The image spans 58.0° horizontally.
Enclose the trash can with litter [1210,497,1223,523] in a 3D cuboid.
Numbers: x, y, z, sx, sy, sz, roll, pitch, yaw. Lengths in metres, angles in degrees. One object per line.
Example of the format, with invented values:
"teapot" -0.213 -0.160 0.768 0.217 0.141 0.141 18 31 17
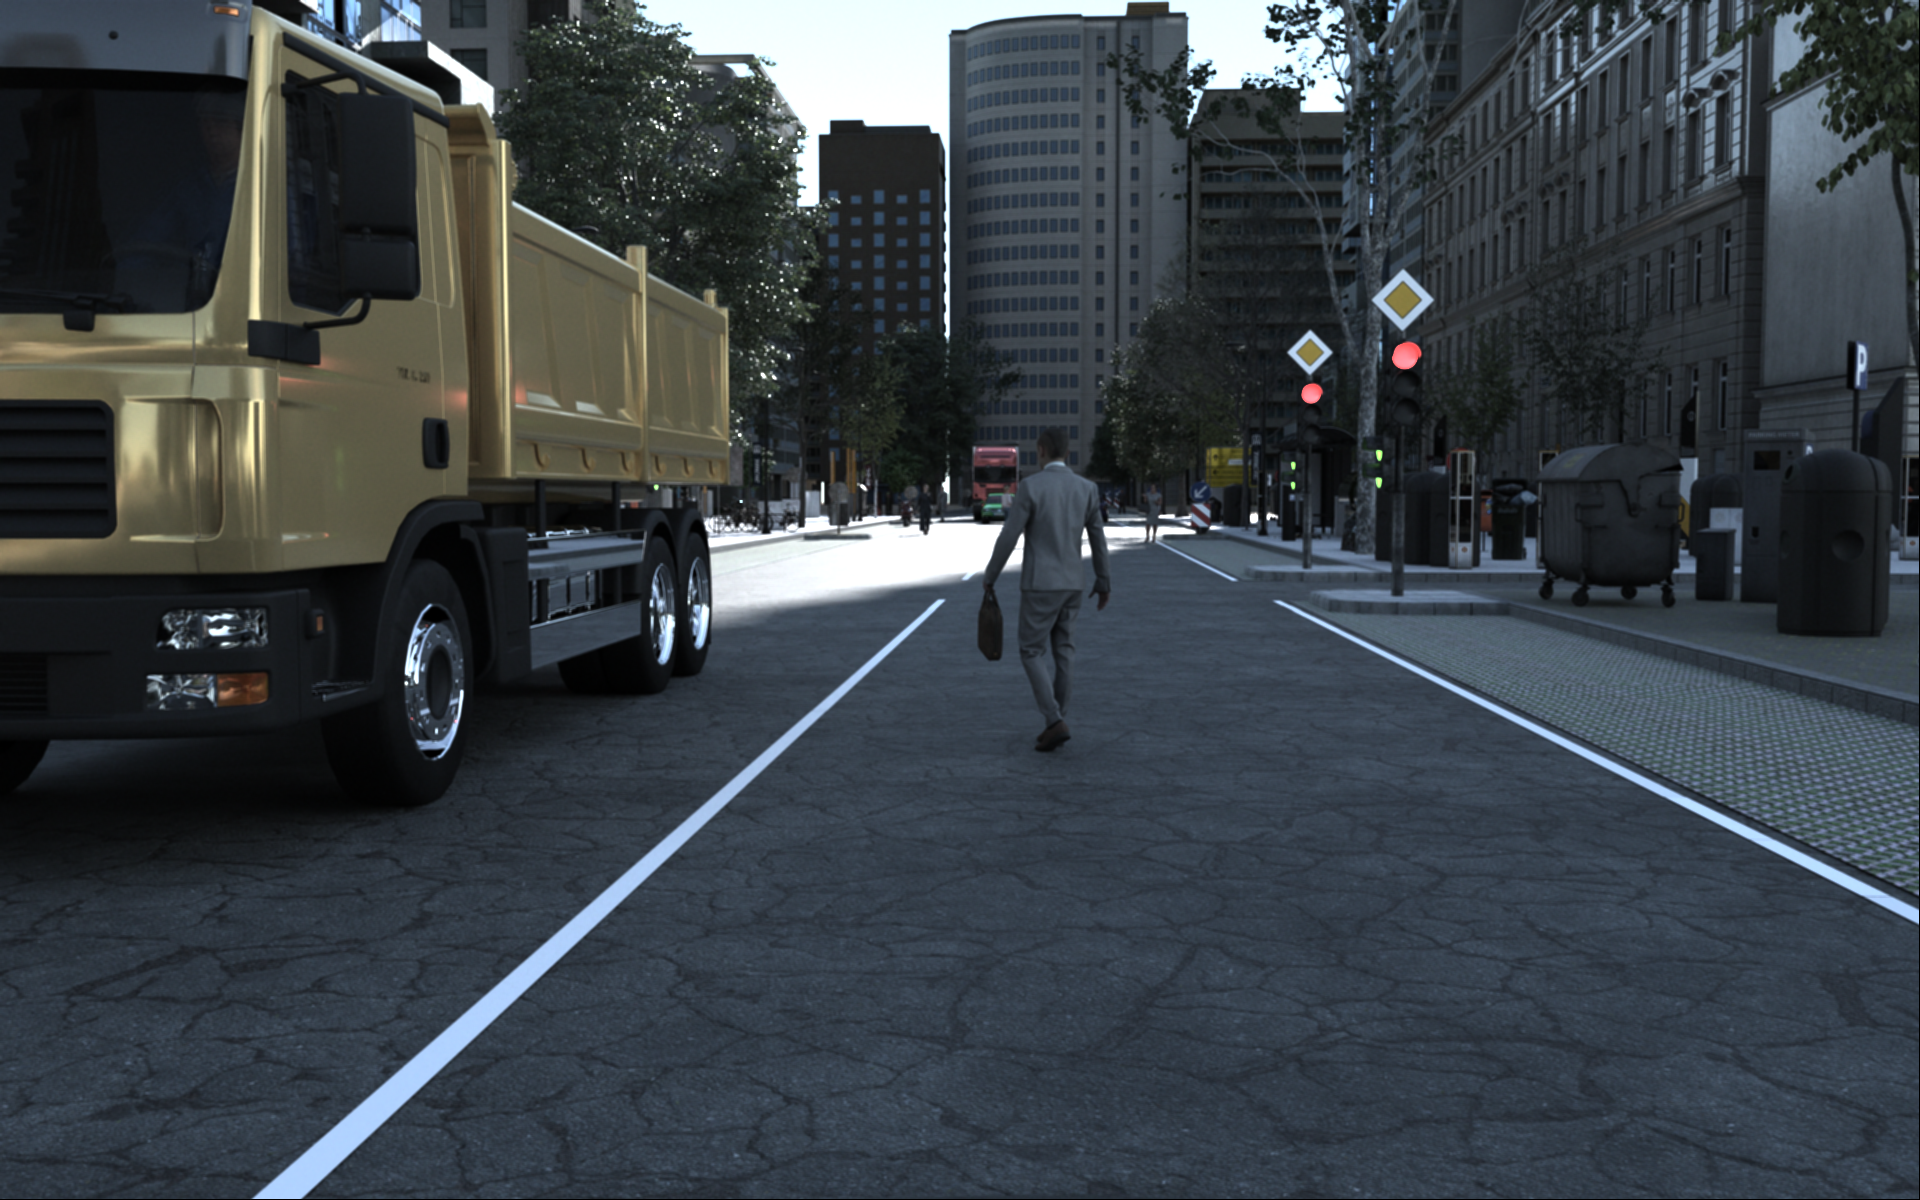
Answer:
"trash can with litter" 11.665 -4.038 77.413 1.055 1.170 0.624 2 4 23

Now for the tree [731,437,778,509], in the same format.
"tree" -12.190 -7.101 99.820 4.285 4.588 4.351 0 3 0

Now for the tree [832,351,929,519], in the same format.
"tree" -4.462 -8.515 89.589 4.737 8.622 4.395 0 3 0

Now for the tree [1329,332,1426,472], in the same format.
"tree" 18.422 -7.736 76.846 4.360 8.622 3.978 0 3 0

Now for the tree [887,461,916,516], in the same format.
"tree" -3.576 -6.498 100.842 1.663 3.219 1.824 0 3 0

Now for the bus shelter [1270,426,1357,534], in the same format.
"bus shelter" 11.091 -3.697 54.374 2.014 3.302 5.546 0 4 3

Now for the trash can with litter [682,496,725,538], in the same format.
"trash can with litter" -8.123 -2.414 50.529 2.233 1.210 1.678 2 4 28

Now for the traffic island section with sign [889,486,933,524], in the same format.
"traffic island section with sign" -2.284 -4.494 82.104 1.989 1.847 2.006 0 4 3

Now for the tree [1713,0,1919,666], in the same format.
"tree" 7.233 -3.796 12.427 4.737 8.622 4.395 0 3 0

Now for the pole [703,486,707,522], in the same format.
"pole" -11.924 -5.326 80.916 0.158 3.312 0.155 0 3 0

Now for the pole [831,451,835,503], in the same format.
"pole" -6.051 -5.420 82.460 0.158 3.312 0.155 0 3 0

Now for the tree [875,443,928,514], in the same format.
"tree" -3.750 -7.783 110.961 4.285 4.588 4.351 0 3 0

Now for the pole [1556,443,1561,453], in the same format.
"pole" 24.089 -4.647 69.823 0.158 3.312 0.155 0 3 0

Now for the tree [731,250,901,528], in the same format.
"tree" -5.693 -8.020 65.539 7.601 10.594 8.767 -2 4 -28

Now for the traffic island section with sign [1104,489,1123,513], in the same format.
"traffic island section with sign" 11.852 -7.514 131.483 1.989 1.847 2.006 0 4 3

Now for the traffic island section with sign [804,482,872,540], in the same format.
"traffic island section with sign" -3.844 -2.838 55.034 1.989 1.847 2.006 0 4 3

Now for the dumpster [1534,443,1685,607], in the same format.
"dumpster" 7.625 -0.893 20.365 1.264 1.857 1.865 0 4 3

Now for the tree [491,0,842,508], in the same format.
"tree" -7.872 -8.392 43.869 9.857 13.997 8.962 0 3 0

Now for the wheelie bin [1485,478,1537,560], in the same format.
"wheelie bin" 10.754 -1.586 33.841 0.980 1.594 0.693 1 4 22

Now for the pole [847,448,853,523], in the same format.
"pole" -4.932 -5.061 76.597 0.158 3.312 0.155 0 3 0

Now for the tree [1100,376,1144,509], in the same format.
"tree" 15.965 -13.873 152.579 9.928 11.665 9.643 0 3 0

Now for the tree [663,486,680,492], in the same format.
"tree" -15.132 -6.313 86.931 4.285 4.588 4.351 0 3 0

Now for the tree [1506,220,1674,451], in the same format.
"tree" 17.085 -5.937 47.432 4.360 8.622 3.978 0 3 0

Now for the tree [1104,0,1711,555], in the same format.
"tree" 9.509 -11.109 37.520 12.611 20.169 13.585 0 3 0

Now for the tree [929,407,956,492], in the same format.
"tree" -1.770 -11.619 140.325 4.737 8.622 4.395 0 3 0

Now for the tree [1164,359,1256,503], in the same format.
"tree" 12.361 -8.300 86.068 4.737 8.622 4.395 0 3 0

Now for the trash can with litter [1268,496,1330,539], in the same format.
"trash can with litter" 9.857 -2.373 49.859 1.678 1.210 2.233 0 4 -1

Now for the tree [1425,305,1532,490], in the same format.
"tree" 20.543 -7.197 68.038 4.737 8.622 4.395 0 3 0

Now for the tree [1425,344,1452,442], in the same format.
"tree" 21.166 -8.055 82.058 4.360 8.622 3.978 0 3 0

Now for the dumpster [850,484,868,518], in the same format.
"dumpster" -5.768 -5.447 94.825 1.264 1.857 1.865 0 4 3

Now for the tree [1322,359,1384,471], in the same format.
"tree" 21.321 -8.751 93.446 4.737 8.622 4.395 0 3 0

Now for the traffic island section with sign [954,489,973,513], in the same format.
"traffic island section with sign" 0.605 -7.552 132.101 1.989 1.847 2.006 0 4 3

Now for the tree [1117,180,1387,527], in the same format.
"tree" 11.209 -9.585 67.083 12.009 13.543 11.850 0 3 0

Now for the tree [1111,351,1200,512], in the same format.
"tree" 14.310 -12.385 120.616 7.486 12.596 7.792 0 3 0

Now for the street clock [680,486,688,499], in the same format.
"street clock" -11.957 -4.312 75.064 0.471 2.002 0.358 -1 4 -15

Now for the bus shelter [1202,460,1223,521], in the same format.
"bus shelter" 12.506 -5.315 80.816 2.014 3.302 5.546 0 4 3

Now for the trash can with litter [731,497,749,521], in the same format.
"trash can with litter" -9.927 -4.144 79.139 1.055 1.170 0.624 0 4 -5

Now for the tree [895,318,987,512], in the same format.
"tree" -2.699 -13.309 124.258 9.857 13.997 8.962 0 3 0

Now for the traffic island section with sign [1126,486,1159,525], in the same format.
"traffic island section with sign" 8.985 -4.468 81.678 1.989 1.847 2.006 0 4 3

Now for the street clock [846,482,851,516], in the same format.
"street clock" -6.412 -5.840 100.048 0.358 2.002 0.471 -2 4 -30

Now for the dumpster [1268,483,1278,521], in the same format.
"dumpster" 15.665 -4.776 83.839 1.264 1.857 1.865 0 4 3

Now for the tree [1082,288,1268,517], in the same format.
"tree" 12.428 -11.003 96.914 9.611 12.733 9.660 0 3 0

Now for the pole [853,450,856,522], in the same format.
"pole" -4.888 -5.250 79.678 0.158 3.312 0.155 0 3 0

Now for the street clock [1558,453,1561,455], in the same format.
"street clock" 10.562 -1.577 30.352 0.358 2.002 0.471 1 4 18

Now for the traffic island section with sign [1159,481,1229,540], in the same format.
"traffic island section with sign" 7.415 -2.813 54.612 1.989 1.847 2.006 0 4 3

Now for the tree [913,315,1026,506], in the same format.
"tree" 1.270 -19.887 181.034 12.611 20.169 13.585 0 3 0
